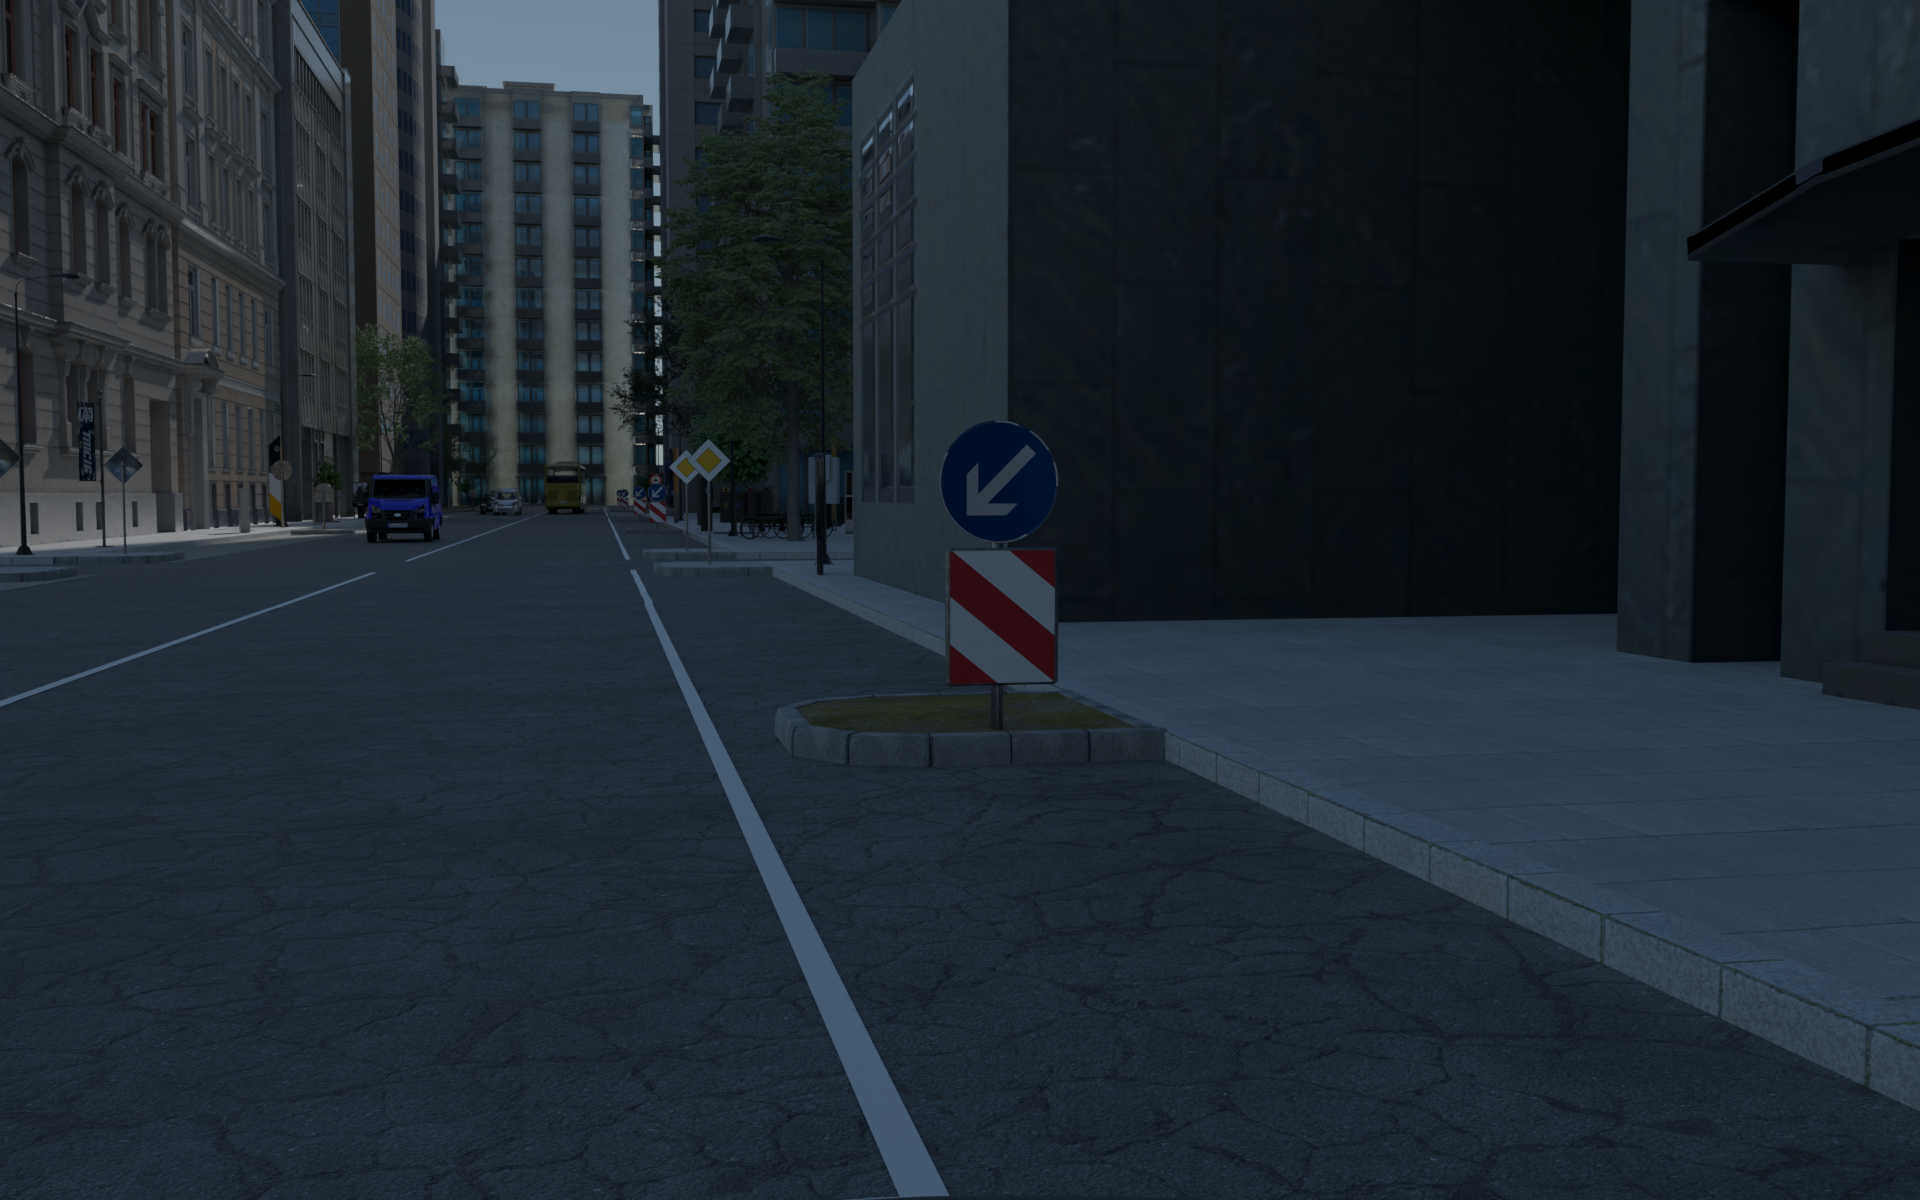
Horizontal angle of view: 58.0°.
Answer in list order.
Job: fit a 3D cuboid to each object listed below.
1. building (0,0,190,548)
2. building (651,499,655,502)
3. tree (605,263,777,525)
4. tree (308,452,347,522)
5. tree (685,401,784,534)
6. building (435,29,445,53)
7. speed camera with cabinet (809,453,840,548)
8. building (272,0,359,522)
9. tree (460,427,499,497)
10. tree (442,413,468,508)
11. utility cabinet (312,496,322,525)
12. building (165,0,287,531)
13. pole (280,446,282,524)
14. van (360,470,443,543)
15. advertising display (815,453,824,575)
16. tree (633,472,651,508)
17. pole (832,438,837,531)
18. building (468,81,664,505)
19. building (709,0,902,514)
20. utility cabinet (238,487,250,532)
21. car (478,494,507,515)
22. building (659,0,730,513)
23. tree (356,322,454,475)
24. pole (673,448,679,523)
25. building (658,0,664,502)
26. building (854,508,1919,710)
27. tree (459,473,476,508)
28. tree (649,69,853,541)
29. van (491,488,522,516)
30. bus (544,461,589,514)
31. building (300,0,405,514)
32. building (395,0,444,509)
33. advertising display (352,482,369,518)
[{"bbox_3d":[-30.330,-15.826,46.147,14.401,28.519,23.554,-1,4,-12],"label":"building"},{"bbox_3d":[-15.430,-29.728,177.933,32.217,40.220,23.993,-1,4,-12],"label":"building"},{"bbox_3d":[-10.966,-8.340,70.777,7.601,10.594,8.767,-3,4,-37],"label":"tree"},{"bbox_3d":[-28.875,-5.146,78.744,1.663,3.219,1.824,0,3,0],"label":"tree"},{"bbox_3d":[-7.248,-4.441,56.330,4.285,4.588,4.351,0,3,0],"label":"tree"},{"bbox_3d":[-64.226,-33.487,167.123,30.456,49.044,23.786,-1,4,-12],"label":"building"},{"bbox_3d":[-2.523,-2.847,40.880,2.038,3.252,0.660,0,4,3],"label":"speed camera with cabinet"},{"bbox_3d":[-38.245,-16.484,87.531,12.078,24.808,19.932,-1,4,-12],"label":"building"},{"bbox_3d":[-51.490,-14.415,186.047,4.360,8.622,3.978,0,3,0],"label":"tree"},{"bbox_3d":[-45.987,-12.539,155.370,4.737,8.622,4.395,0,3,0],"label":"tree"},{"bbox_3d":[-26.839,-3.739,72.296,0.306,1.237,1.020,-2,4,-26],"label":"utility cabinet"},{"bbox_3d":[-34.964,-17.232,67.650,13.634,28.700,20.117,-1,4,-12],"label":"building"},{"bbox_3d":[-28.767,-4.865,73.385,0.158,3.312,0.155,0,3,0],"label":"pole"},{"bbox_3d":[-17.001,-2.974,53.015,2.240,2.365,5.245,-1,4,-13],"label":"van"},{"bbox_3d":[-2.244,-1.375,27.702,0.123,1.923,0.974,0,4,-6],"label":"advertising display"},{"bbox_3d":[-30.043,-10.269,162.502,1.663,3.219,1.824,0,3,0],"label":"tree"},{"bbox_3d":[-4.351,-4.039,59.878,0.158,3.312,0.155,0,3,0],"label":"pole"},{"bbox_3d":[-50.475,-35.755,204.205,30.456,49.044,23.786,-1,4,-12],"label":"building"},{"bbox_3d":[-2.191,-29.146,96.141,23.786,49.044,30.456,-1,4,-12],"label":"building"},{"bbox_3d":[-23.838,-2.996,57.660,0.318,1.500,1.173,-2,4,-25],"label":"utility cabinet"},{"bbox_3d":[-32.731,-6.835,121.531,2.009,1.686,4.222,-1,4,-13],"label":"car"},{"bbox_3d":[-11.872,-35.963,130.001,21.231,58.520,28.212,-1,4,-12],"label":"building"},{"bbox_3d":[-34.487,-10.995,105.517,9.928,11.665,9.643,0,3,0],"label":"tree"},{"bbox_3d":[-12.561,-5.061,76.594,0.158,3.312,0.155,0,3,0],"label":"pole"},{"bbox_3d":[-25.255,-47.059,207.663,20.611,71.187,20.563,-1,4,-12],"label":"building"},{"bbox_3d":[12.416,-42.768,11.930,22.319,86.520,31.000,-1,4,-12],"label":"building"},{"bbox_3d":[-45.985,-10.223,161.743,1.663,3.219,1.824,0,3,0],"label":"tree"},{"bbox_3d":[-4.573,-7.856,46.579,7.486,12.596,7.792,0,3,0],"label":"tree"},{"bbox_3d":[-30.441,-6.697,116.501,2.013,2.044,4.112,-1,4,-11],"label":"van"},{"bbox_3d":[-29.247,-8.393,128.774,2.896,3.916,12.252,-1,4,-10],"label":"bus"},{"bbox_3d":[-45.112,-28.407,114.566,14.600,45.320,14.200,-1,4,-12],"label":"building"},{"bbox_3d":[-52.667,-36.226,134.288,21.231,58.520,28.212,-1,4,-12],"label":"building"},{"bbox_3d":[-31.496,-5.250,91.053,0.974,1.923,0.123,1,4,17],"label":"advertising display"}]
